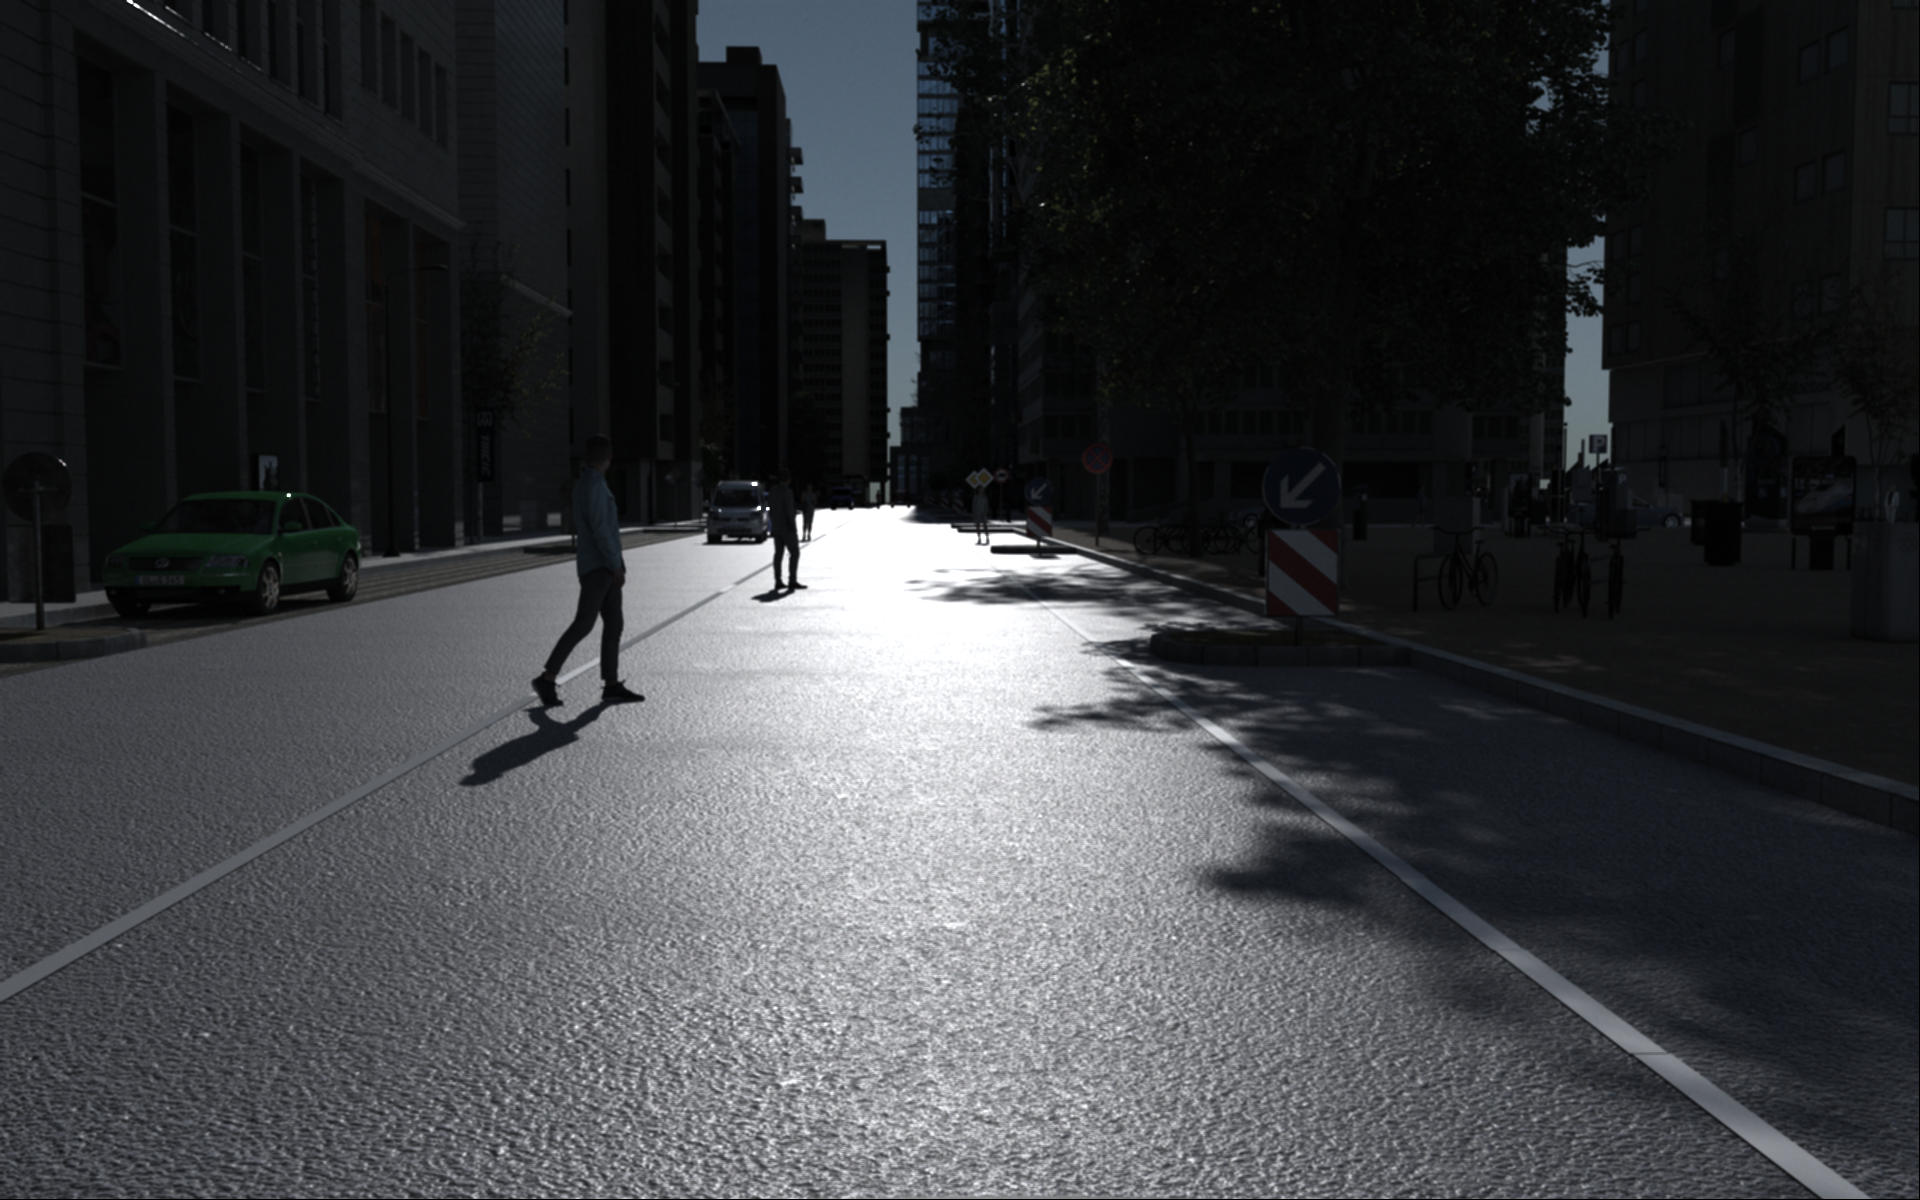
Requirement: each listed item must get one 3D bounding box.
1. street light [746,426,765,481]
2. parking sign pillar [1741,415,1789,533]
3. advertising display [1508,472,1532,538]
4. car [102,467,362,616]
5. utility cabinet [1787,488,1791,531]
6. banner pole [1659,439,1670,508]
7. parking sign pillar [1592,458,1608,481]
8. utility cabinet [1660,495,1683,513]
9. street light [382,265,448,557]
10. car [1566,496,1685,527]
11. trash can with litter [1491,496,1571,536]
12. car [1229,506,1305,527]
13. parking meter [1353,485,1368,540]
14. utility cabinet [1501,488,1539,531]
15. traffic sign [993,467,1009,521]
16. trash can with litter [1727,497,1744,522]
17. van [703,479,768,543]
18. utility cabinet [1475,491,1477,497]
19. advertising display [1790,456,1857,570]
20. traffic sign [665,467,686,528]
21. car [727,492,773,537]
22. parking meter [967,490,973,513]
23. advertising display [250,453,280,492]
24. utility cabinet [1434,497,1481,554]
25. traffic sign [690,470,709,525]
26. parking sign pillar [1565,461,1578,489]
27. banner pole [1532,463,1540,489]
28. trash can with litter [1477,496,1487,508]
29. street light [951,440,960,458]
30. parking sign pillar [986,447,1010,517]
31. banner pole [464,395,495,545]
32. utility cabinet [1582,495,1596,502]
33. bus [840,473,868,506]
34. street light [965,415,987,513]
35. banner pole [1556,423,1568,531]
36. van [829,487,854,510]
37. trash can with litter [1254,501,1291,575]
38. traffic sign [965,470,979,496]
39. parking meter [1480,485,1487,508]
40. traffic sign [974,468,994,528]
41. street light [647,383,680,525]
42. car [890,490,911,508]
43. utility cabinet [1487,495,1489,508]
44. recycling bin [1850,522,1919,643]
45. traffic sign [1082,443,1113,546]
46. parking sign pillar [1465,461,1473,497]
[{"bbox_3d":[-14.036,-8.932,118.583,1.470,5.913,1.316,0,4,-2],"label":"street light"},{"bbox_3d":[26.680,-4.208,57.280,1.447,3.967,1.447,-2,4,-28],"label":"parking sign pillar"},{"bbox_3d":[16.388,-2.783,50.711,0.123,1.923,0.974,-1,4,-18],"label":"advertising display"},{"bbox_3d":[-8.954,-0.783,21.604,1.959,1.807,4.718,0,4,-1],"label":"car"},{"bbox_3d":[28.225,-3.115,59.613,0.318,1.500,1.173,-3,4,-38],"label":"utility cabinet"},{"bbox_3d":[32.067,-5.431,78.819,0.401,3.779,0.863,-1,4,-15],"label":"banner pole"},{"bbox_3d":[48.275,-8.693,130.599,1.447,3.967,1.447,-3,5,-42],"label":"parking sign pillar"},{"bbox_3d":[34.566,-4.462,84.120,1.020,1.237,0.306,2,4,26],"label":"utility cabinet"},{"bbox_3d":[-11.086,-3.837,35.275,1.470,5.913,1.316,0,4,-2],"label":"street light"},{"bbox_3d":[26.610,-3.499,69.210,4.499,1.417,2.014,0,4,-1],"label":"car"},{"bbox_3d":[17.441,-2.578,53.203,1.678,1.210,2.233,-3,5,-42],"label":"trash can with litter"},{"bbox_3d":[13.028,-3.509,69.374,4.499,1.417,2.014,0,4,-1],"label":"car"},{"bbox_3d":[11.099,-2.422,48.019,0.372,1.533,0.369,0,3,0],"label":"parking meter"},{"bbox_3d":[18.943,-3.055,58.635,1.173,1.500,0.318,0,4,-5],"label":"utility cabinet"},{"bbox_3d":[1.972,-5.056,82.776,0.768,2.556,0.104,0,4,3],"label":"traffic sign"},{"bbox_3d":[35.737,-4.172,79.602,1.055,1.170,0.624,2,4,28],"label":"trash can with litter"},{"bbox_3d":[-6.681,-2.758,52.099,2.013,2.044,4.112,0,4,-4],"label":"van"},{"bbox_3d":[39.424,-7.585,132.689,1.173,1.500,0.318,3,4,36],"label":"utility cabinet"},{"bbox_3d":[14.535,-1.466,29.178,0.974,1.923,0.123,1,4,17],"label":"advertising display"},{"bbox_3d":[-10.636,-3.739,64.776,0.795,2.450,0.064,0,4,-2],"label":"traffic sign"},{"bbox_3d":[-6.984,-3.036,59.227,1.945,1.707,3.694,0,4,0],"label":"car"},{"bbox_3d":[0.758,-7.564,132.075,0.372,1.533,0.369,0,3,0],"label":"parking meter"},{"bbox_3d":[-10.939,-1.352,27.318,0.123,1.923,0.974,0,4,-3],"label":"advertising display"},{"bbox_3d":[10.696,-1.597,37.273,0.306,1.237,1.020,-2,4,-35],"label":"utility cabinet"},{"bbox_3d":[-10.925,-4.227,72.756,0.795,2.450,0.064,0,4,-2],"label":"traffic sign"},{"bbox_3d":[49.817,-9.334,141.087,1.447,3.967,1.447,-2,4,-32],"label":"parking sign pillar"},{"bbox_3d":[46.334,-9.149,139.596,0.863,3.779,0.401,0,4,2],"label":"banner pole"},{"bbox_3d":[32.699,-5.956,108.767,0.624,1.170,1.055,2,4,29],"label":"trash can with litter"},{"bbox_3d":[-0.589,-10.729,147.962,1.470,5.913,1.316,0,4,-2],"label":"street light"},{"bbox_3d":[1.977,-6.782,99.352,1.447,3.967,1.447,0,4,1],"label":"parking sign pillar"},{"bbox_3d":[-12.140,-3.288,43.768,0.863,3.779,0.401,0,4,3],"label":"banner pole"},{"bbox_3d":[31.619,-4.609,86.511,1.020,1.237,0.306,2,4,34],"label":"utility cabinet"},{"bbox_3d":[-12.368,-13.017,204.370,2.896,3.916,12.252,0,4,-1],"label":"bus"},{"bbox_3d":[0.974,-7.925,102.112,1.470,5.913,1.316,0,4,-2],"label":"street light"},{"bbox_3d":[21.139,-4.335,60.900,0.401,3.779,0.863,-1,4,-9],"label":"banner pole"},{"bbox_3d":[-10.739,-9.401,158.090,2.240,2.365,5.245,0,4,-1],"label":"van"},{"bbox_3d":[5.150,-0.964,27.150,1.055,1.170,0.624,0,4,7],"label":"trash can with litter"},{"bbox_3d":[0.613,-4.251,73.151,0.795,2.450,0.064,0,4,-2],"label":"traffic sign"},{"bbox_3d":[34.077,-6.548,112.778,0.399,1.863,0.255,3,5,43],"label":"parking meter"},{"bbox_3d":[0.902,-3.763,65.171,0.795,2.450,0.064,0,4,-2],"label":"traffic sign"},{"bbox_3d":[-12.436,-6.128,72.734,1.470,5.913,1.316,0,4,-2],"label":"street light"},{"bbox_3d":[-6.180,-10.478,179.991,2.281,1.827,5.304,0,4,-2],"label":"car"},{"bbox_3d":[41.042,-7.510,133.952,1.020,1.237,0.306,3,4,39],"label":"utility cabinet"},{"bbox_3d":[8.347,-0.163,15.225,0.722,1.027,0.722,0,4,4],"label":"recycling bin"},{"bbox_3d":[3.409,-2.622,42.973,0.768,2.556,0.104,0,4,3],"label":"traffic sign"},{"bbox_3d":[28.776,-6.703,98.058,1.447,3.967,1.447,1,4,15],"label":"parking sign pillar"}]
